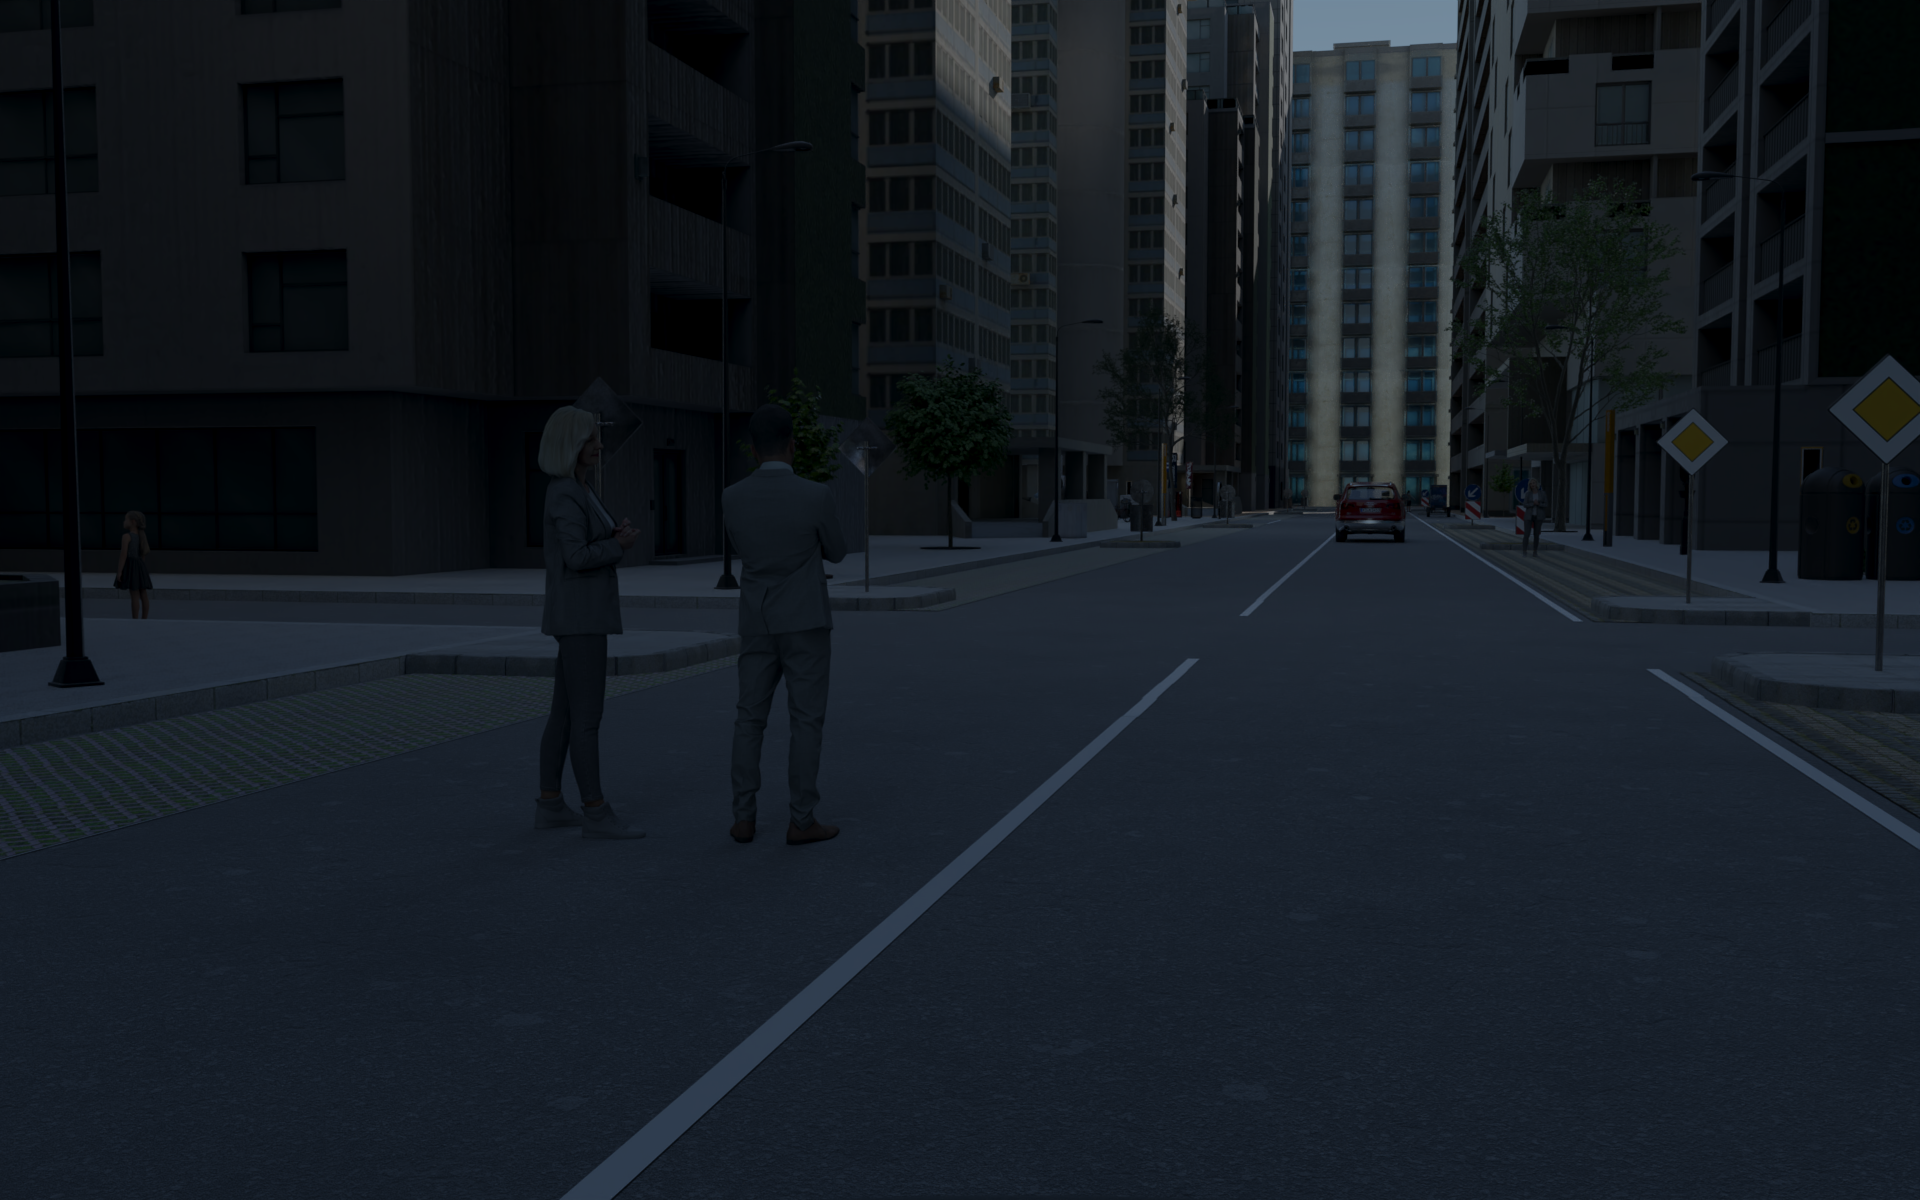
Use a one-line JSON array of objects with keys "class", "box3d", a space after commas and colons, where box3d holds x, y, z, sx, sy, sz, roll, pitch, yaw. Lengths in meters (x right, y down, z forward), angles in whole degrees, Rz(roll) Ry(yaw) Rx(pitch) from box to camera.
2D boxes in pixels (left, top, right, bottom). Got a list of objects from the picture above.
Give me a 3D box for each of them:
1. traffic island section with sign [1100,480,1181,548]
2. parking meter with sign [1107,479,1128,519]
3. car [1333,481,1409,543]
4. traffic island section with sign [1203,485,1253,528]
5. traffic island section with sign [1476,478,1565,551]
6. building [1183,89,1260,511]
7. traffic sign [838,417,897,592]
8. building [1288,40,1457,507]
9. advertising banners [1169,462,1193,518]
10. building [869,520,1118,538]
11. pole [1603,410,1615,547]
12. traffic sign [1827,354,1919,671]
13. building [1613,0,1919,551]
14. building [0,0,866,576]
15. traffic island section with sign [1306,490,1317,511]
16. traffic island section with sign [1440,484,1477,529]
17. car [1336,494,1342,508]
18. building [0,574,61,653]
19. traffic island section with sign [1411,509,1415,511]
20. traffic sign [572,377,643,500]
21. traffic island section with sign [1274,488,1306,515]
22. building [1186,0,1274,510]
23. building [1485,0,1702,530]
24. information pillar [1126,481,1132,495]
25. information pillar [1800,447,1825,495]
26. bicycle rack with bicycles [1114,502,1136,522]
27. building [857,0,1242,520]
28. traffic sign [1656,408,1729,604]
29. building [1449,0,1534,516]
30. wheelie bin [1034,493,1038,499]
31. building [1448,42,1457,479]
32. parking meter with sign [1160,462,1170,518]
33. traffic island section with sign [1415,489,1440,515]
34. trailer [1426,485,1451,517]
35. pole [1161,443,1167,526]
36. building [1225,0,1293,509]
[{"class": "traffic island section with sign", "box3d": [4.889, -2.319, 46.537, 1.989, 1.847, 2.006, 1, 4, 14]}, {"class": "parking meter with sign", "box3d": [7.893, -5.751, 90.288, 1.738, 3.016, 0.543, 1, 4, 19]}, {"class": "car", "box3d": [12.539, -2.704, 52.890, 2.281, 1.827, 5.304, 1, 4, 14]}, {"class": "traffic island section with sign", "box3d": [11.367, -3.955, 73.289, 1.989, 1.847, 2.006, 1, 4, 14]}, {"class": "traffic island section with sign", "box3d": [14.499, -2.208, 44.727, 1.989, 1.847, 2.006, 1, 4, 14]}, {"class": "building", "box3d": [14.420, -21.787, 127.915, 14.160, 30.474, 14.107, 1, 4, 14]}, {"class": "traffic sign", "box3d": [-1.216, -1.162, 22.635, 0.795, 2.450, 0.064, 1, 4, 14]}, {"class": "building", "box3d": [42.823, -34.661, 186.311, 30.456, 49.044, 23.786, 1, 4, 14]}, {"class": "advertising banners", "box3d": [11.924, -6.019, 94.595, 0.090, 3.025, 2.074, -3, 5, -43]}, {"class": "building", "box3d": [-11.424, -22.532, 60.274, 32.217, 40.220, 23.993, 1, 4, 14]}, {"class": "pole", "box3d": [15.776, -2.951, 42.093, 0.158, 3.312, 0.155, 0, 3, 0]}, {"class": "traffic sign", "box3d": [6.660, -0.541, 12.496, 0.795, 2.450, 0.064, 1, 4, 14]}, {"class": "building", "box3d": [27.755, -36.759, 39.265, 20.563, 71.187, 20.611, 1, 4, 14]}, {"class": "building", "box3d": [-10.507, -15.955, 32.571, 14.160, 30.474, 14.107, 1, 4, 14]}, {"class": "traffic island section with sign", "box3d": [29.675, -8.570, 148.747, 1.989, 1.847, 2.006, 1, 4, 14]}, {"class": "traffic island section with sign", "box3d": [20.849, -3.810, 70.927, 1.989, 1.847, 2.006, 1, 4, 14]}, {"class": "car", "box3d": [33.847, -8.703, 151.335, 2.155, 1.783, 4.494, 1, 4, 14]}, {"class": "building", "box3d": [-21.296, -28.459, 7.304, 28.212, 58.520, 21.231, 1, 4, 14]}, {"class": "traffic island section with sign", "box3d": [38.987, -8.384, 145.701, 1.989, 1.847, 2.006, 1, 4, 14]}, {"class": "traffic sign", "box3d": [-3.098, -0.687, 14.874, 0.795, 2.450, 0.064, 1, 4, 14]}, {"class": "traffic island section with sign", "box3d": [23.083, -6.909, 121.590, 1.989, 1.847, 2.006, 1, 4, 14]}, {"class": "building", "box3d": [17.847, -27.990, 141.235, 14.154, 41.232, 14.086, 1, 4, 14]}, {"class": "building", "box3d": [36.800, -29.510, 71.734, 28.713, 52.752, 27.495, 1, 4, 14]}, {"class": "information pillar", "box3d": [9.516, -5.693, 97.570, 0.304, 2.012, 0.304, 0, 4, 4]}, {"class": "information pillar", "box3d": [13.325, -1.384, 27.118, 0.304, 2.012, 0.304, 2, 4, 31]}, {"class": "bicycle rack with bicycles", "box3d": [7.123, -4.014, 79.014, 2.925, 0.926, 2.852, -3, 4, -36]}, {"class": "building", "box3d": [1.501, -25.645, 111.175, 32.217, 40.220, 23.993, 1, 4, 14]}, {"class": "traffic sign", "box3d": [8.542, -1.016, 20.257, 0.795, 2.450, 0.064, 1, 4, 14]}, {"class": "building", "box3d": [47.174, -30.662, 125.018, 21.300, 48.544, 21.600, 1, 4, 14]}, {"class": "wheelie bin", "box3d": [3.725, -4.149, 75.749, 0.980, 1.594, 0.693, 0, 4, 5]}, {"class": "building", "box3d": [54.113, -30.270, 149.540, 22.147, 44.769, 28.867, 1, 4, 14]}, {"class": "parking meter with sign", "box3d": [11.002, -5.934, 93.276, 0.543, 3.016, 1.738, 1, 4, 19]}, {"class": "traffic island section with sign", "box3d": [32.573, -6.764, 119.223, 1.989, 1.847, 2.006, 1, 4, 14]}, {"class": "trailer", "box3d": [29.863, -6.180, 108.088, 1.471, 1.999, 3.904, 1, 4, 15]}, {"class": "pole", "box3d": [8.229, -4.647, 69.827, 0.158, 3.312, 0.155, 0, 3, 0]}, {"class": "building", "box3d": [19.964, -44.201, 160.943, 20.611, 71.187, 20.563, 1, 4, 14]}]
